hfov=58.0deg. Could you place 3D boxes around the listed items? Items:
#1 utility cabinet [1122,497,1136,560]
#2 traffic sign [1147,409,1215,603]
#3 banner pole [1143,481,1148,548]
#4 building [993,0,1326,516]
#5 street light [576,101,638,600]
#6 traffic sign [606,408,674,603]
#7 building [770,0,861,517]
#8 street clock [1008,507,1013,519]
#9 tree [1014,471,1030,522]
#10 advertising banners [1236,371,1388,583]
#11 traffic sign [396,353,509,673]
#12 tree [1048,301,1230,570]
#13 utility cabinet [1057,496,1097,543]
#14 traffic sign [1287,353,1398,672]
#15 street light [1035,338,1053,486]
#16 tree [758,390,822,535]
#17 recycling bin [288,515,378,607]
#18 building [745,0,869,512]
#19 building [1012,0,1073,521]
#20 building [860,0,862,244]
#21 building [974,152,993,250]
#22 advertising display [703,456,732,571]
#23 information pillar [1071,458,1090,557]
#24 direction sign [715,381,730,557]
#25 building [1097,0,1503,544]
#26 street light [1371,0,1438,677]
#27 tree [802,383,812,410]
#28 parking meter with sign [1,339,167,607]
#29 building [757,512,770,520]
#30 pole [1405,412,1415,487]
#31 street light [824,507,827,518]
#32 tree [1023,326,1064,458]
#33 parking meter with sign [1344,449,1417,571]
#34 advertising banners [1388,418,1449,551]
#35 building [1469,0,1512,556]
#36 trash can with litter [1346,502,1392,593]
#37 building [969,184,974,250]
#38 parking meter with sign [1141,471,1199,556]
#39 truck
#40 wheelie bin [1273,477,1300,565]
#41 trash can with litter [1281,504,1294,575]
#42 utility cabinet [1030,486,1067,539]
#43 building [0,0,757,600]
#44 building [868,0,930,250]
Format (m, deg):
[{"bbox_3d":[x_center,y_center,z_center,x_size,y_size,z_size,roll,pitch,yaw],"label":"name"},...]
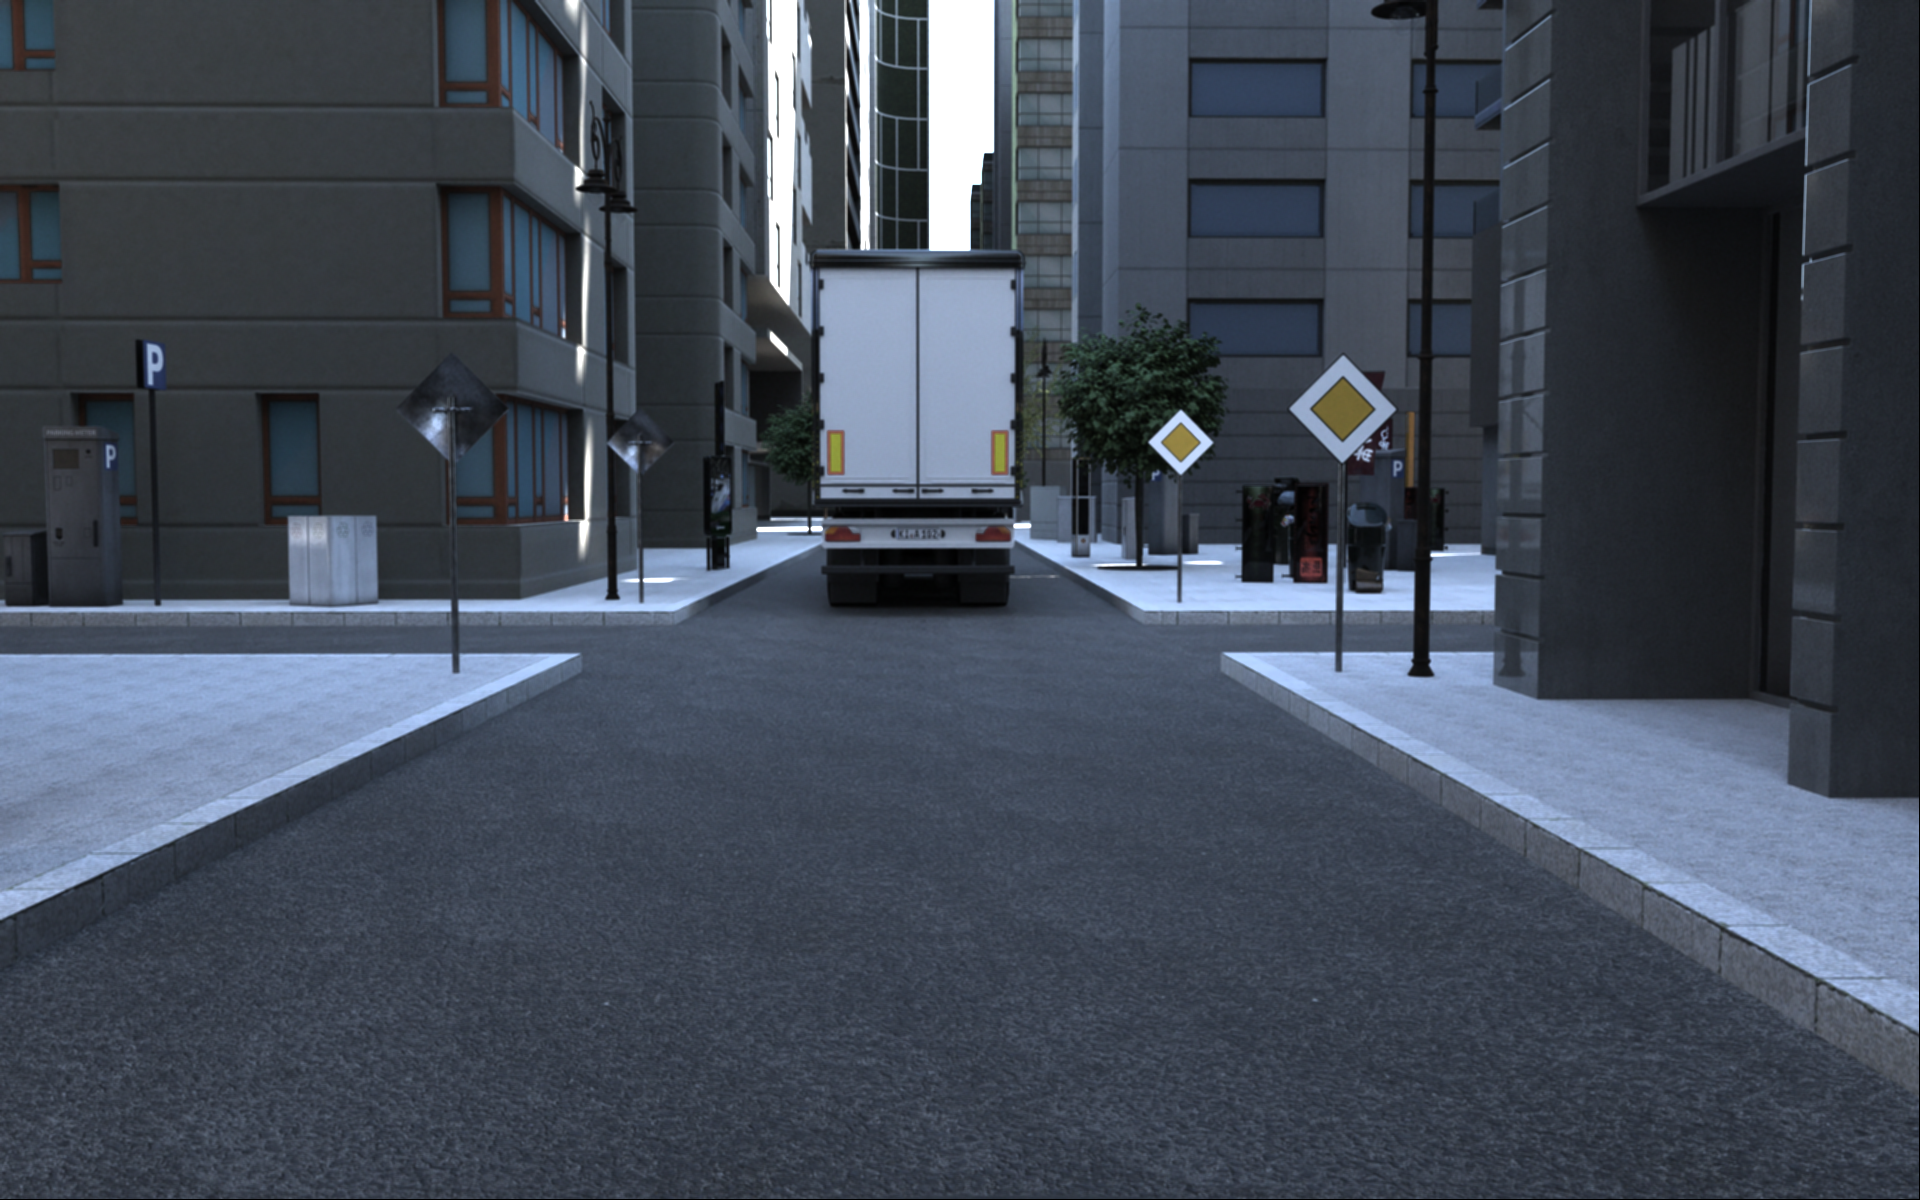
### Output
[{"bbox_3d":[3.378,-1.416,34.307,0.306,1.237,1.020,0,4,1],"label":"utility cabinet"},{"bbox_3d":[2.594,-1.027,20.430,0.795,2.450,0.064,0,4,-1],"label":"traffic sign"},{"bbox_3d":[4.549,-3.168,41.811,0.401,3.779,0.863,3,5,43],"label":"banner pole"},{"bbox_3d":[12.918,-35.801,127.353,21.231,58.520,28.212,0,4,-1],"label":"building"},{"bbox_3d":[-4.232,-2.944,20.923,0.468,5.910,1.993,0,4,-1],"label":"street light"},{"bbox_3d":[-3.749,-1.021,20.341,0.795,2.450,0.064,0,4,-1],"label":"traffic sign"},{"bbox_3d":[-17.126,-29.466,105.479,21.300,48.544,21.600,0,4,-1],"label":"building"},{"bbox_3d":[1.850,-3.613,63.645,0.471,2.002,0.358,-1,4,-13],"label":"street clock"},{"bbox_3d":[2.283,-5.132,78.506,1.663,3.219,1.824,0,3,0],"label":"tree"},{"bbox_3d":[5.030,-1.758,24.923,2.074,3.025,0.090,1,4,12],"label":"advertising banners"},{"bbox_3d":[-3.612,-0.533,12.358,0.795,2.450,0.064,0,4,-1],"label":"traffic sign"},{"bbox_3d":[3.137,-2.815,29.733,4.285,4.588,4.351,0,3,0],"label":"tree"},{"bbox_3d":[3.097,-2.118,45.793,1.020,1.237,0.306,1,4,15],"label":"utility cabinet"},{"bbox_3d":[2.732,-0.538,12.446,0.795,2.450,0.064,0,4,-1],"label":"traffic sign"},{"bbox_3d":[2.493,-4.813,51.478,0.468,5.910,1.993,0,4,-1],"label":"street light"},{"bbox_3d":[-4.680,-4.345,54.749,4.285,4.588,4.351,0,3,0],"label":"tree"},{"bbox_3d":[-7.272,-0.461,20.098,0.722,1.027,0.722,2,4,27],"label":"recycling bin"},{"bbox_3d":[-21.589,-34.635,155.519,27.495,52.752,28.713,0,4,-1],"label":"building"},{"bbox_3d":[9.575,-24.747,88.206,14.154,41.232,14.086,0,4,-1],"label":"building"},{"bbox_3d":[-14.325,-26.921,123.756,14.154,41.232,14.086,0,4,-1],"label":"building"},{"bbox_3d":[8.724,-23.092,149.261,14.160,30.474,14.107,0,4,-1],"label":"building"},{"bbox_3d":[-4.111,-1.481,29.421,0.123,1.923,0.974,1,4,14],"label":"advertising display"},{"bbox_3d":[2.459,-1.879,35.209,0.304,2.012,0.304,-1,4,-16],"label":"information pillar"},{"bbox_3d":[-4.865,-2.637,35.107,0.379,3.537,0.876,-1,4,-18],"label":"direction sign"},{"bbox_3d":[14.256,-31.475,56.619,21.231,58.520,28.212,0,4,-1],"label":"building"},{"bbox_3d":[3.256,-2.402,12.054,0.468,5.910,1.993,0,4,-1],"label":"street light"},{"bbox_3d":[-6.203,-8.492,89.203,4.360,8.622,3.978,0,3,0],"label":"tree"},{"bbox_3d":[-10.048,-1.441,19.828,1.738,3.016,0.543,0,4,0],"label":"parking meter with sign"},{"bbox_3d":[-20.166,-29.390,69.762,28.713,52.752,27.495,0,4,-1],"label":"building"},{"bbox_3d":[11.177,-3.012,43.088,0.158,3.312,0.155,0,3,0],"label":"pole"},{"bbox_3d":[-4.939,-5.546,63.473,0.468,5.910,1.993,0,4,-1],"label":"street light"},{"bbox_3d":[2.415,-7.595,74.539,4.737,8.622,4.395,0,3,0],"label":"tree"},{"bbox_3d":[7.164,-2.027,29.404,0.543,3.016,1.738,-2,4,-34],"label":"parking meter with sign"},{"bbox_3d":[10.277,-2.653,39.565,0.090,3.025,2.074,-3,4,-37],"label":"advertising banners"},{"bbox_3d":[17.977,-23.157,28.734,14.200,45.320,14.600,0,4,-1],"label":"building"},{"bbox_3d":[5.417,-0.697,22.782,0.624,1.170,1.055,0,4,7],"label":"trash can with litter"},{"bbox_3d":[7.856,-23.973,163.665,14.160,30.474,14.107,0,4,-1],"label":"building"},{"bbox_3d":[4.368,-2.466,36.587,1.738,3.016,0.543,-3,5,-45],"label":"parking meter with sign"},{"bbox_3d":[-0.604,-2.237,25.494,2.839,4.237,11.283,0,4,-1],"label":"truck"},{"bbox_3d":[5.966,-1.451,31.639,0.693,1.594,0.980,-2,4,-28],"label":"wheelie bin"},{"bbox_3d":[5.282,-0.944,26.818,0.624,1.170,1.055,1,4,10],"label":"trash can with litter"},{"bbox_3d":[2.511,-2.462,48.939,0.318,1.500,1.173,-3,5,-43],"label":"utility cabinet"},{"bbox_3d":[-19.417,-11.594,34.594,27.650,21.520,28.899,0,4,-1],"label":"building"},{"bbox_3d":[-13.547,-45.887,188.496,20.611,71.187,20.563,0,4,-1],"label":"building"}]
